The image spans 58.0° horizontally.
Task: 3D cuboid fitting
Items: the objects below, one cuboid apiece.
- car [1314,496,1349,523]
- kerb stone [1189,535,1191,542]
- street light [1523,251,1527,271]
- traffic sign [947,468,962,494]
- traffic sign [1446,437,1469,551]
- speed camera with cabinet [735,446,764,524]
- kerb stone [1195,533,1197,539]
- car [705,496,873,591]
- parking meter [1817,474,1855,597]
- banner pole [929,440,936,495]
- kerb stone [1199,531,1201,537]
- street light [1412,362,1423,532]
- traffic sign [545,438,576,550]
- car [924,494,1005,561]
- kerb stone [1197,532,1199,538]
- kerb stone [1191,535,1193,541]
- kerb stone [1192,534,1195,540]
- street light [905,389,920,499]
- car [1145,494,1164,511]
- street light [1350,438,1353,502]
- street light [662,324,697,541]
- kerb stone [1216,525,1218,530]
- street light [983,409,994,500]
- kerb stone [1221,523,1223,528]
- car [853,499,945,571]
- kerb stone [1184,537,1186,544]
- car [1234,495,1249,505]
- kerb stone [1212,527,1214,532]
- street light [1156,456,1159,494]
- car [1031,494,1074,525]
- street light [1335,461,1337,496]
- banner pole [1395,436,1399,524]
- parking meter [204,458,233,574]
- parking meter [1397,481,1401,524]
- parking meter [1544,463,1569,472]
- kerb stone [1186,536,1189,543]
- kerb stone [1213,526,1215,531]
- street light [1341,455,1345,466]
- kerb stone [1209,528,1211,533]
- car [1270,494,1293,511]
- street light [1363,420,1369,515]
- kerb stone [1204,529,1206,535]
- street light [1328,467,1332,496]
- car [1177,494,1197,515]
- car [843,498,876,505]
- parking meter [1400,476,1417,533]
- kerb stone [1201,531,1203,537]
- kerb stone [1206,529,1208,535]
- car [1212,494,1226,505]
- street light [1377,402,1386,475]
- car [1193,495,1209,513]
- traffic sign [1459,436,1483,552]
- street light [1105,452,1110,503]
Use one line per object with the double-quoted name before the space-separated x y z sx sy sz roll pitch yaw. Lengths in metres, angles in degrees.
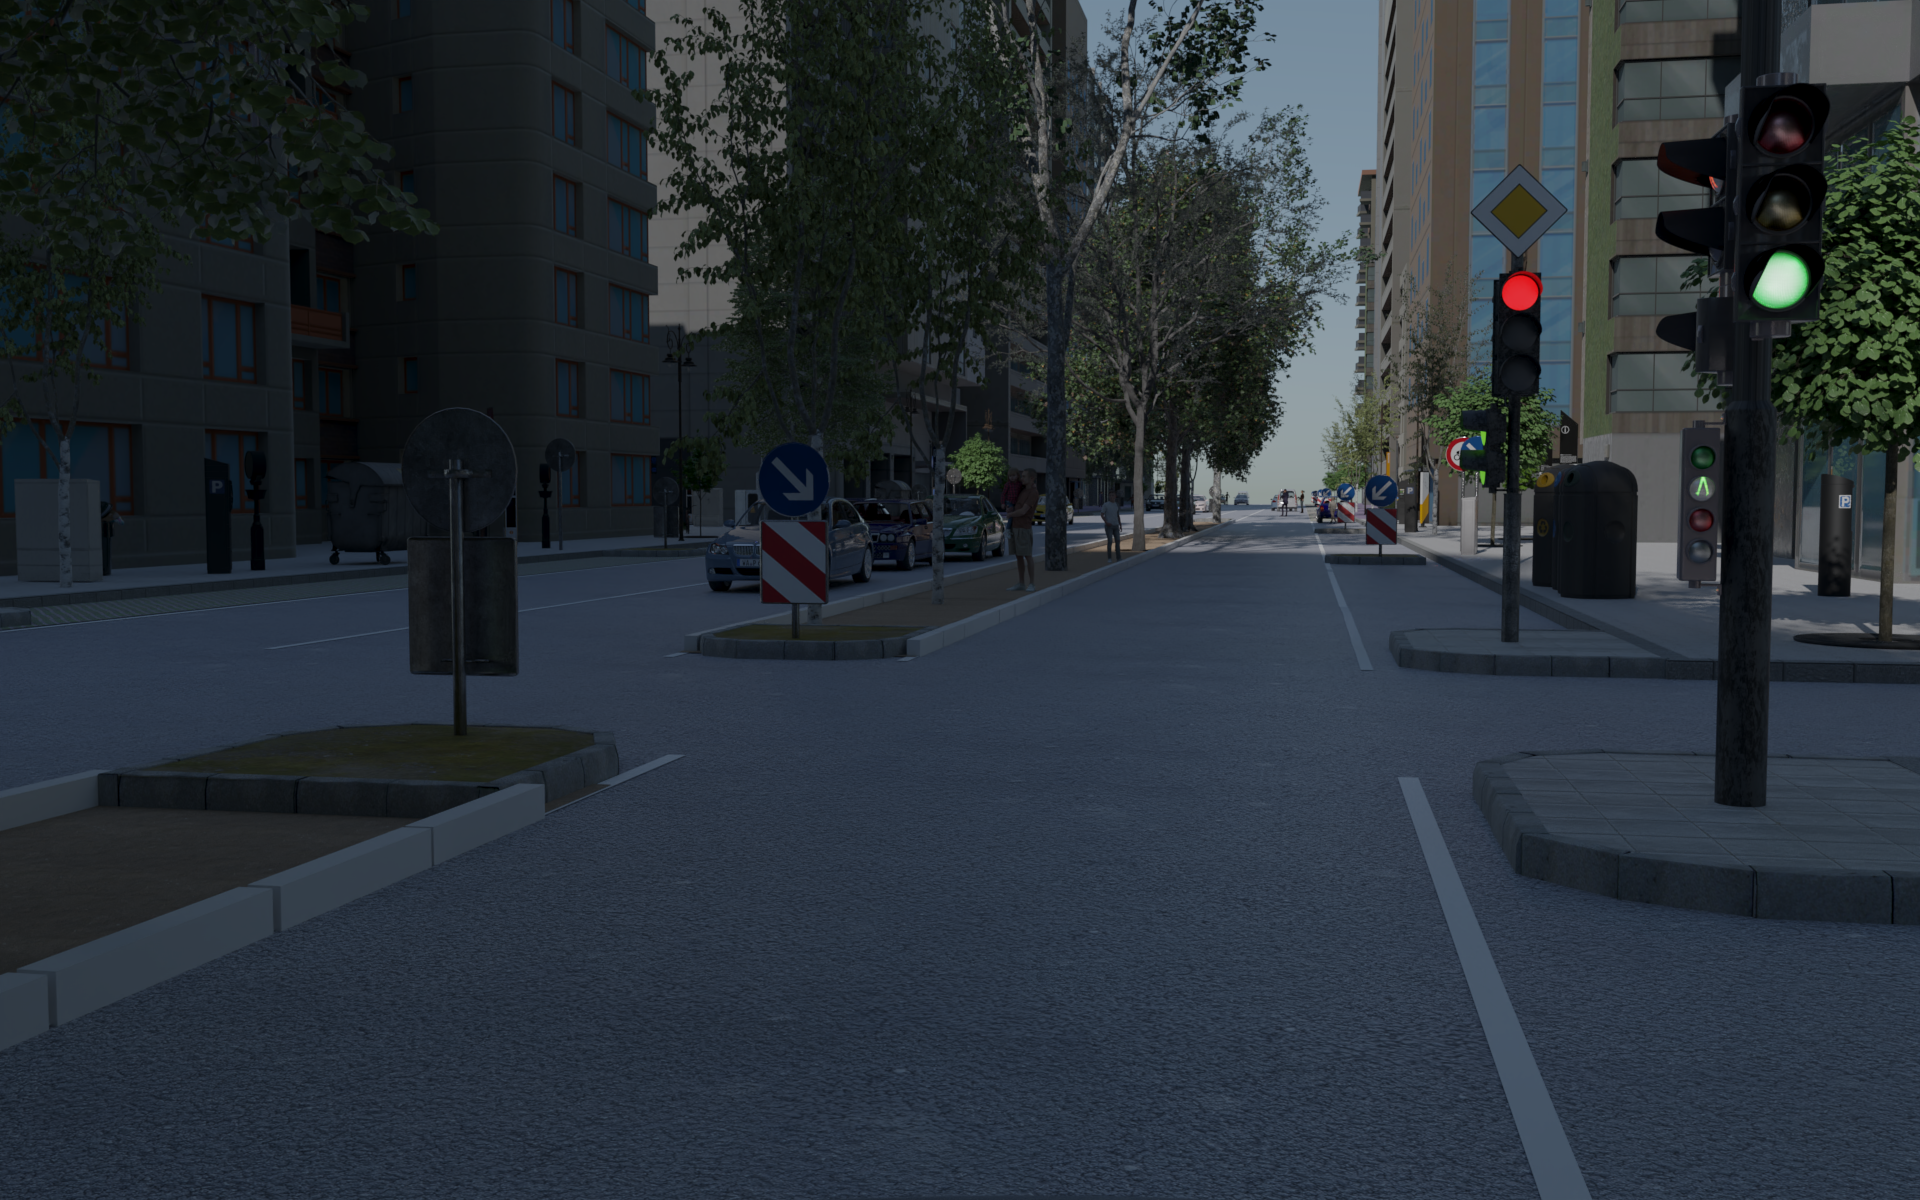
"car" 18.760 -4.537 86.764 1.945 1.354 3.894 1 4 10
"kerb stone" 6.622 -1.758 50.941 0.120 0.150 1.000 1 4 11
"street light" 10.011 -3.567 31.111 0.468 5.910 1.993 1 4 11
"traffic sign" -0.297 -5.225 85.540 0.768 2.556 0.104 1 4 12
"traffic sign" 11.239 -2.360 38.699 0.768 2.556 0.104 1 4 20
"speed camera with cabinet" -8.261 -4.635 70.124 0.660 3.252 2.038 2 4 31
"kerb stone" 7.218 -1.943 53.956 0.120 0.150 1.000 1 4 11
"car" -2.554 -0.916 26.977 2.014 1.417 4.499 1 4 10
"parking meter" 10.993 -0.815 21.739 0.372 1.533 0.369 0 3 0
"banner pole" -1.198 -5.507 80.061 0.863 3.779 0.401 3 5 42
"kerb stone" 7.620 -2.066 55.968 0.120 0.150 1.000 1 4 11
"street light" 15.624 -5.281 59.140 0.468 5.910 1.993 1 4 11
"traffic sign" -9.117 -2.408 39.485 0.768 2.556 0.104 1 4 14
"car" -0.125 -1.634 38.515 2.131 1.459 4.920 1 4 10
"kerb stone" 7.417 -2.004 54.960 0.120 0.150 1.000 1 4 11
"kerb stone" 6.819 -1.817 51.944 0.120 0.150 1.000 1 4 11
"kerb stone" 7.015 -1.881 52.952 0.120 0.150 1.000 1 4 11
"street light" -2.122 -6.263 75.189 0.468 5.910 1.993 1 4 11
"car" 16.491 -8.268 144.968 2.009 1.686 4.222 1 4 10
"street light" 30.465 -9.908 134.781 0.468 5.910 1.993 1 4 11
"street light" -7.611 -4.547 47.136 0.468 5.910 1.993 1 4 11
"kerb stone" 9.797 -2.737 67.045 0.120 0.150 1.000 1 4 11
"street light" 1.557 -7.403 93.819 0.468 5.910 1.993 1 4 11
"kerb stone" 10.586 -2.985 71.058 0.120 0.150 1.000 1 4 11
"car" -1.469 -1.292 33.712 1.945 1.354 3.894 1 4 12
"kerb stone" 6.226 -1.632 48.930 0.120 0.150 1.000 1 4 11
"car" 36.802 -13.083 226.271 2.083 1.381 4.827 1 4 12
"kerb stone" 9.201 -2.554 64.022 0.120 0.150 1.000 1 4 11
"street light" 23.283 -14.157 204.250 0.468 5.910 1.993 1 4 11
"car" 4.241 -4.270 80.044 2.015 1.641 3.980 1 4 10
"street light" 40.902 -13.155 187.872 0.468 5.910 1.993 1 4 11
"banner pole" 18.850 -5.177 74.655 0.401 3.779 0.863 1 4 21
"parking meter" -11.922 -1.356 27.886 0.399 1.863 0.255 -1 4 -17
"parking meter" 18.762 -4.138 73.370 0.255 1.863 0.399 2 4 24
"parking meter" 11.178 -1.637 32.474 0.399 1.863 0.255 3 4 38
"kerb stone" 6.424 -1.697 49.937 0.120 0.150 1.000 1 4 11
"kerb stone" 9.392 -2.614 65.026 0.120 0.150 1.000 1 4 11
"street light" 36.078 -11.635 163.025 0.468 5.910 1.993 1 4 11
"kerb stone" 8.800 -2.435 62.012 0.120 0.150 1.000 1 4 11
"car" 27.479 -8.305 147.790 2.014 1.417 4.499 1 4 12
"street light" 24.920 -8.170 106.362 0.468 5.910 1.993 1 4 11
"kerb stone" 8.206 -2.250 58.978 0.120 0.150 1.000 1 4 11
"street light" 46.347 -14.871 215.934 0.468 5.910 1.993 1 4 11
"car" 15.539 -6.782 120.667 2.009 1.686 4.222 1 4 9
"car" -2.925 -1.955 44.548 1.945 1.354 3.894 1 4 11
"parking meter" 14.989 -3.177 57.662 0.399 1.863 0.255 2 4 26
"kerb stone" 7.807 -2.126 56.973 0.120 0.150 1.000 1 4 11
"kerb stone" 8.406 -2.312 59.990 0.120 0.150 1.000 1 4 11
"car" 35.381 -13.850 236.226 2.009 1.686 4.222 1 4 10
"street light" 21.205 -6.996 87.175 0.468 5.910 1.993 1 4 11
"car" 18.173 -7.411 133.529 2.083 1.381 4.827 1 4 13
"traffic sign" 11.384 -2.327 38.159 0.768 2.556 0.104 1 4 20
"street light" 12.676 -10.852 150.224 0.468 5.910 1.993 1 4 11
